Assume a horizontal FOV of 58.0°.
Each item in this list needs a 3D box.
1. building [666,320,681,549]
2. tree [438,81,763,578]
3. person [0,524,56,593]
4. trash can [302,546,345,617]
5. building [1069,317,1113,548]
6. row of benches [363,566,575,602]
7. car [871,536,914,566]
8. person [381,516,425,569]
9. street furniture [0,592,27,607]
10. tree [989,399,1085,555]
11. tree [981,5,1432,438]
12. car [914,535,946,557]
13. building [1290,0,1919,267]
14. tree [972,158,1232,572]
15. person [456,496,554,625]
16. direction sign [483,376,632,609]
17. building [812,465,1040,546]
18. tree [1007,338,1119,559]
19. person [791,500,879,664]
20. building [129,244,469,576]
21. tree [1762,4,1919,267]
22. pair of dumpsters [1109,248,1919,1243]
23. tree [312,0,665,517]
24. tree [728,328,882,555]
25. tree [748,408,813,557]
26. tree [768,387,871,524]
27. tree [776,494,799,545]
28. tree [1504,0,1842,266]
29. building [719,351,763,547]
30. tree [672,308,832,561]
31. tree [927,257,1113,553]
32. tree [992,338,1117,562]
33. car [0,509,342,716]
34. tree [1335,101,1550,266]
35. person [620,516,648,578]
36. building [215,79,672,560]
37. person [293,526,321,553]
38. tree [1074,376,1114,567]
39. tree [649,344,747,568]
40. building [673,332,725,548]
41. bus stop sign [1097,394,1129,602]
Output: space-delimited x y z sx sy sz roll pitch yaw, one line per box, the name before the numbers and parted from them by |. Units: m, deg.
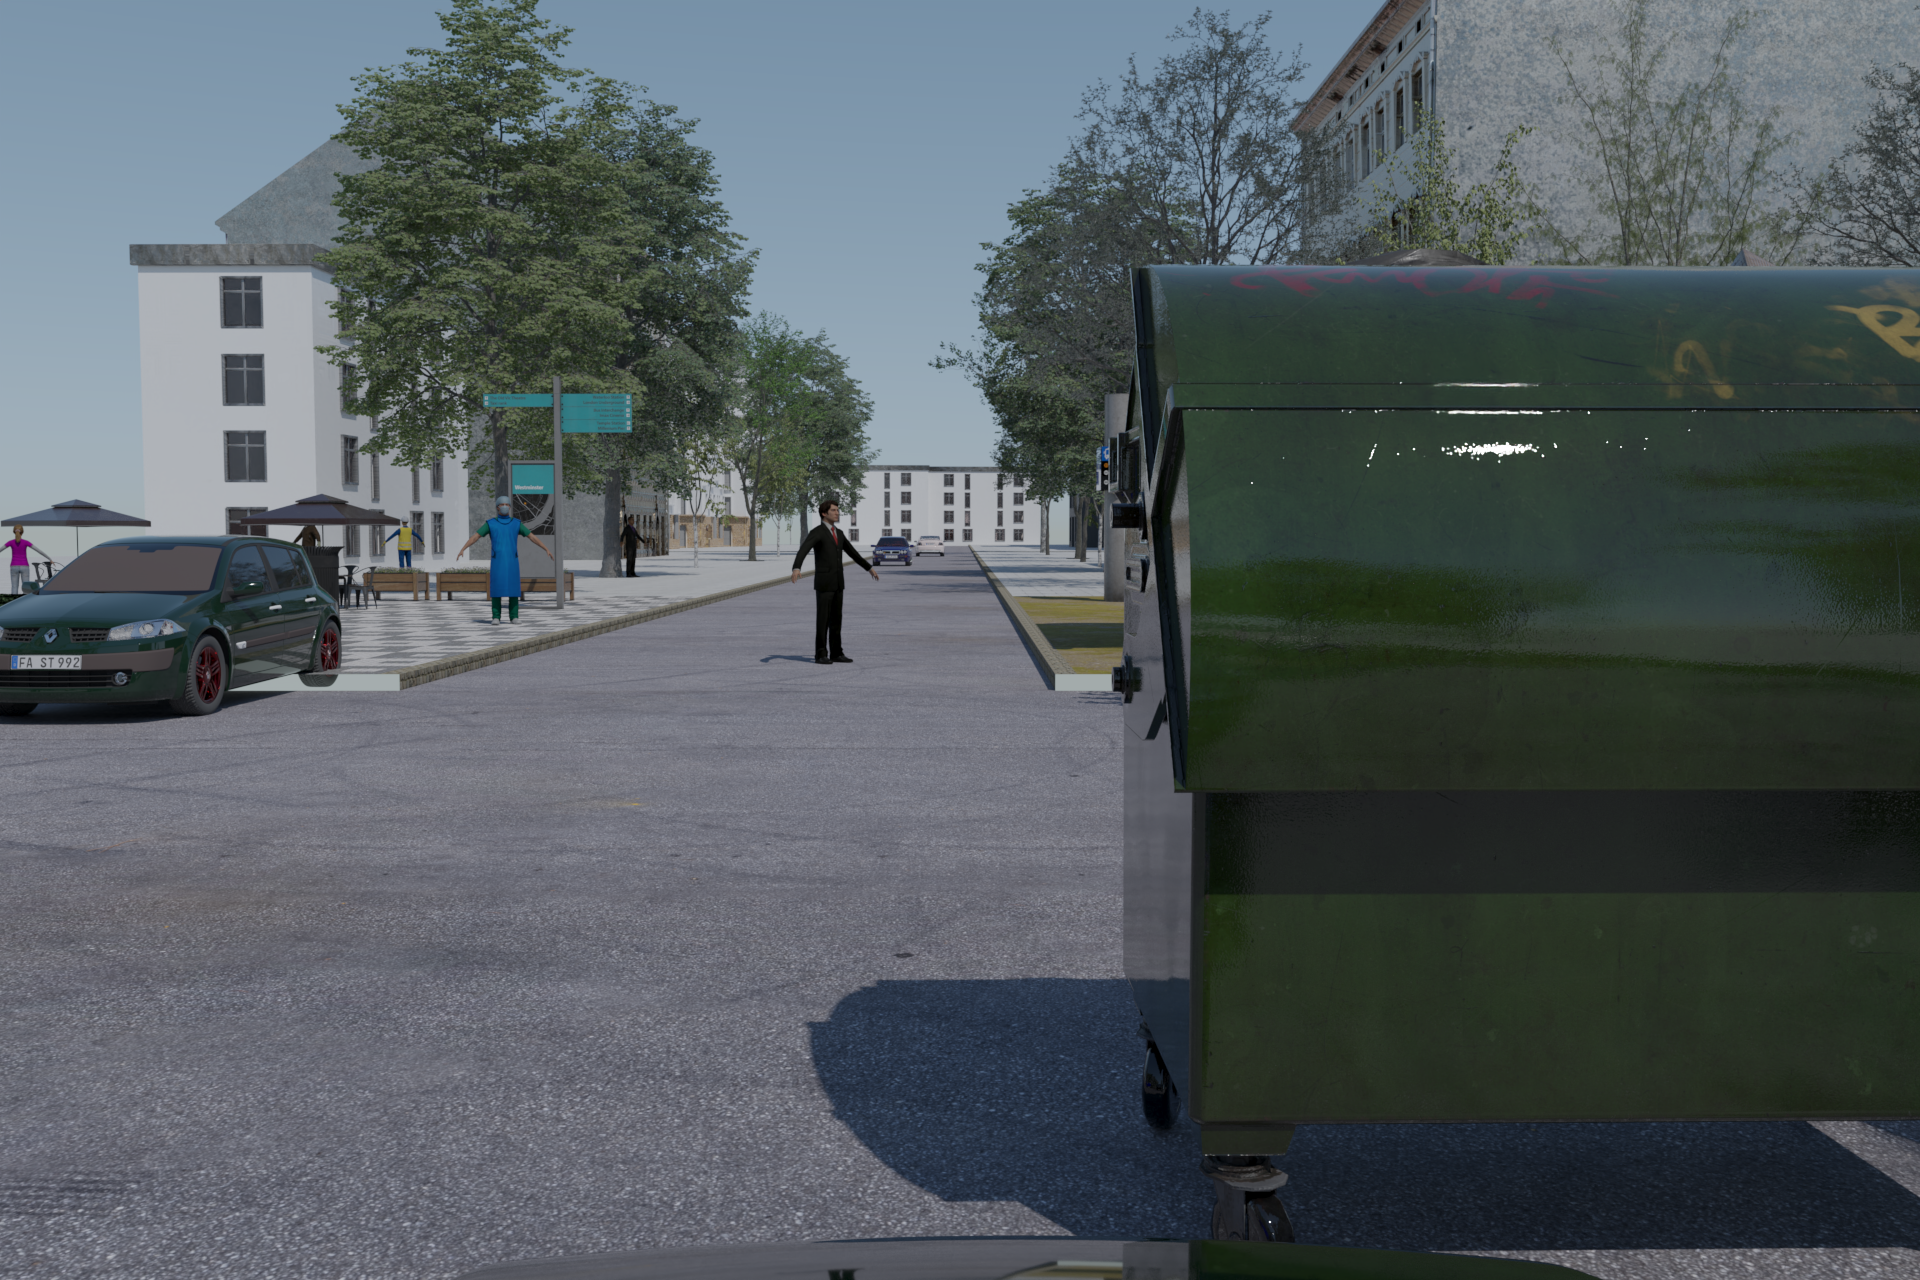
building | -29.458 -17.231 138.148 16.016 20.090 11.380 0 4 1
tree | -10.260 -8.804 50.604 9.857 13.997 8.962 0 3 0
person | -14.802 -1.102 27.278 0.991 1.433 0.599 -2 4 -23
trash can | -7.636 -0.536 20.419 0.748 1.137 0.748 0 3 0
building | 25.022 -20.443 178.222 27.936 21.610 32.646 0 4 0
row of benches | -9.511 -1.089 33.266 4.104 0.672 1.422 0 4 5
car | -3.055 -4.027 78.420 1.945 1.354 3.894 0 4 0
person | -15.149 -2.490 47.177 1.216 1.772 0.721 -3 5 -39
street furniture | -14.355 -0.315 20.784 5.734 0.657 10.072 0 4 3
tree | 5.073 -10.415 104.692 8.767 10.594 7.601 3 5 44
tree | 5.622 -7.921 39.884 12.009 13.543 11.850 0 3 0
car | -1.934 -6.078 111.739 2.083 1.381 4.827 0 4 -1
building | 21.838 -13.713 55.130 19.493 23.208 18.063 0 4 0
tree | 5.021 -9.219 57.380 9.857 13.997 8.962 0 3 0
person | -6.445 -1.125 24.528 1.347 1.817 0.704 -1 4 -23
direction sign | -6.808 -2.523 30.007 2.525 3.948 1.411 0 4 2
building | -4.084 -16.327 211.552 28.070 9.664 9.099 0 4 -4
tree | 6.043 -9.939 88.252 9.928 11.665 9.643 0 3 0
person | -1.424 -0.644 19.179 0.705 1.806 1.347 3 5 39
building | -23.045 -7.473 64.326 9.099 9.664 28.070 0 4 1
tree | 21.368 -7.577 34.256 12.009 13.543 11.850 0 3 0
pair of dumpsters | 2.539 0.073 3.765 4.436 2.255 1.574 0 4 -1
tree | -9.890 -7.229 36.327 7.486 12.596 7.792 0 3 0
tree | -9.675 -12.191 105.975 9.857 13.997 8.962 0 3 0
tree | -10.104 -8.938 96.491 4.737 8.622 4.395 0 3 0
tree | -9.775 -11.991 121.806 9.928 11.665 9.643 0 3 0
tree | -20.764 -15.861 209.685 4.737 8.622 4.395 0 3 0
tree | 9.500 -4.452 23.148 4.360 8.622 3.978 0 3 0
building | -26.743 -19.696 178.445 16.016 20.090 11.380 0 4 0
tree | -9.860 -9.503 81.133 9.928 11.665 9.643 0 3 0
tree | 4.633 -16.087 118.910 12.611 20.169 13.585 0 3 0
tree | 5.671 -8.801 78.309 8.767 10.594 7.601 -1 4 -14
car | -6.770 -0.313 14.899 2.009 1.686 4.222 0 4 0
tree | 8.420 -4.837 29.449 4.737 8.622 4.395 0 3 0
person | -9.648 -2.735 50.934 0.704 1.802 1.346 1 4 23
building | -26.455 -16.044 93.243 19.493 23.208 18.063 0 4 -1
person | -16.802 -2.353 44.605 1.346 1.812 0.704 3 4 38
tree | 5.604 -7.123 66.826 4.737 8.622 4.395 0 3 0
tree | -9.943 -7.013 65.025 4.737 8.622 4.395 0 3 0
building | -28.800 -18.715 162.402 16.016 20.090 11.380 0 4 0
bus stop sign | 3.043 -2.679 32.816 0.837 3.901 0.837 0 4 -1
